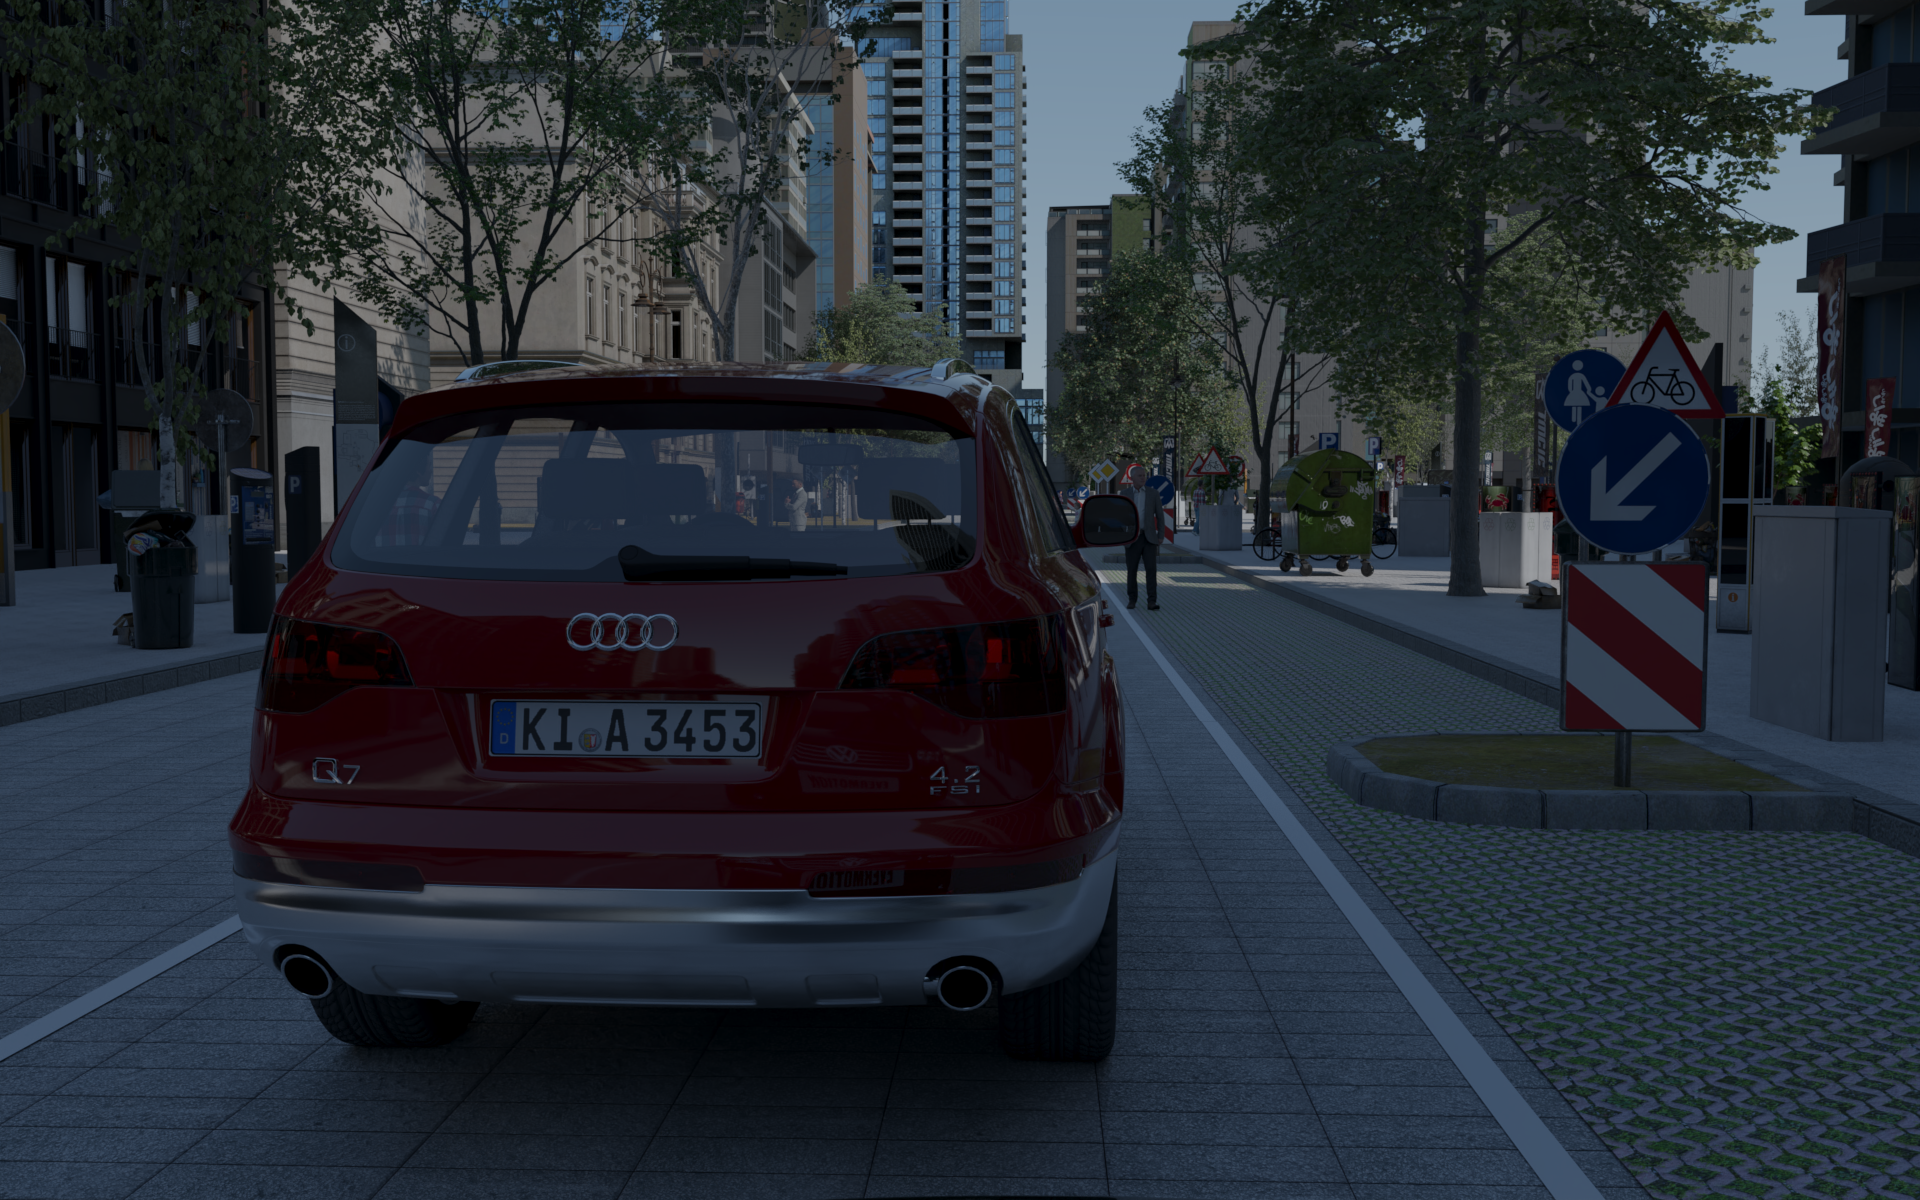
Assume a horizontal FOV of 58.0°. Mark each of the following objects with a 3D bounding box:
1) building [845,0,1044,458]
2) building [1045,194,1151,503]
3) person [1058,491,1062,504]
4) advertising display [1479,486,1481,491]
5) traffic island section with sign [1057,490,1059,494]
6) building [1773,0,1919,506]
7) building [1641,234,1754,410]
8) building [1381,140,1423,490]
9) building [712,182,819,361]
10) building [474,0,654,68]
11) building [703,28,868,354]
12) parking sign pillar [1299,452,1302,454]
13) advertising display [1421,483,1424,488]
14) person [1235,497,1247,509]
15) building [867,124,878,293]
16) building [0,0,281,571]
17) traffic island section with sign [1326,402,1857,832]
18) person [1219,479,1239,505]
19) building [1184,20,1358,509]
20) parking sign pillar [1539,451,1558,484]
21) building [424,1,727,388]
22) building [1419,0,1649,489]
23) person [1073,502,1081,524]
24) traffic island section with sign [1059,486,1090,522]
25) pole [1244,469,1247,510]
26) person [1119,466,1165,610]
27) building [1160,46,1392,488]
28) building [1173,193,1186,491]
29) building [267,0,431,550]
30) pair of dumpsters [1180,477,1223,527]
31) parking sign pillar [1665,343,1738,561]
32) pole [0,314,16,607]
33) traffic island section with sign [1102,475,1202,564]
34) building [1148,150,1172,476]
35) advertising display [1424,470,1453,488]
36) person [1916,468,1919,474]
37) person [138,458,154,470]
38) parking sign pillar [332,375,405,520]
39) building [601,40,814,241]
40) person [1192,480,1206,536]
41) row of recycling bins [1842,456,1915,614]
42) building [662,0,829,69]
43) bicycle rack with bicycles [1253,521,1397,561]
[{"bbox_3d":[-3.795,-56.852,242.201,31.000,86.520,22.319,0,4,2],"label":"building"},{"bbox_3d":[18.820,-33.920,238.179,14.086,41.232,14.154,0,4,2],"label":"building"},{"bbox_3d":[8.976,-8.912,155.132,0.541,1.710,0.530,-3,4,-38],"label":"person"},{"bbox_3d":[39.213,-7.708,131.243,0.974,1.923,0.123,3,5,41],"label":"advertising display"},{"bbox_3d":[7.374,-6.584,116.279,1.989,1.847,2.006,0,4,2],"label":"traffic island section with sign"},{"bbox_3d":[29.251,-23.024,31.075,22.147,44.769,28.867,0,4,2],"label":"building"},{"bbox_3d":[79.838,-25.965,196.223,14.107,30.474,14.160,0,4,2],"label":"building"},{"bbox_3d":[58.715,-37.706,240.194,21.600,48.544,21.300,0,4,2],"label":"building"},{"bbox_3d":[-18.962,-18.647,123.952,14.314,24.678,30.058,0,4,2],"label":"building"},{"bbox_3d":[-55.580,-56.999,244.604,31.000,86.520,22.319,0,4,2],"label":"building"},{"bbox_3d":[-16.665,-31.883,171.403,14.600,45.320,14.200,0,4,2],"label":"building"},{"bbox_3d":[17.181,-5.985,86.321,1.447,3.967,1.447,0,4,-7],"label":"parking sign pillar"},{"bbox_3d":[26.232,-5.666,97.854,0.123,1.923,0.974,2,4,29],"label":"advertising display"},{"bbox_3d":[16.308,-5.507,101.577,1.012,1.151,0.738,1,4,8],"label":"person"},{"bbox_3d":[-22.721,-33.153,196.675,28.867,44.769,22.147,0,4,2],"label":"building"},{"bbox_3d":[-21.634,-12.270,30.299,12.332,23.373,15.834,0,4,2],"label":"building"},{"bbox_3d":[2.838,0.021,8.282,1.989,1.847,2.006,0,4,2],"label":"traffic island section with sign"},{"bbox_3d":[8.406,-2.949,54.103,0.661,1.843,0.795,0,4,-5],"label":"person"},{"bbox_3d":[26.906,-28.749,153.640,14.154,41.232,14.086,0,4,2],"label":"building"},{"bbox_3d":[32.442,-6.510,94.914,1.447,3.967,1.447,3,5,44],"label":"parking sign pillar"},{"bbox_3d":[-20.722,-16.626,90.915,14.460,24.649,34.723,0,4,2],"label":"building"},{"bbox_3d":[62.369,-46.145,192.718,20.611,71.187,20.563,0,4,2],"label":"building"},{"bbox_3d":[3.345,-2.118,48.140,0.382,1.210,0.505,-2,4,-33],"label":"person"},{"bbox_3d":[6.233,-4.937,89.347,1.989,1.847,2.006,0,4,2],"label":"traffic island section with sign"},{"bbox_3d":[22.981,-8.910,139.514,0.158,3.312,0.155,0,3,0],"label":"pole"},{"bbox_3d":[2.231,-0.764,21.388,0.661,1.777,0.834,0,4,-7],"label":"person"},{"bbox_3d":[33.810,-34.856,189.502,23.786,49.044,30.456,0,4,2],"label":"building"},{"bbox_3d":[27.491,-24.243,168.073,14.160,30.474,14.107,0,4,2],"label":"building"},{"bbox_3d":[-23.833,-11.907,43.824,18.267,20.994,9.793,0,4,2],"label":"building"},{"bbox_3d":[9.780,-4.084,69.272,1.574,2.255,4.437,0,4,2],"label":"pair of dumpsters"},{"bbox_3d":[13.666,-2.634,31.544,1.447,3.967,1.447,0,4,3],"label":"parking sign pillar"},{"bbox_3d":[-10.913,-1.581,19.701,0.158,3.312,0.155,0,3,0],"label":"pole"},{"bbox_3d":[4.003,-1.694,36.331,1.989,1.847,2.006,0,4,2],"label":"traffic island section with sign"},{"bbox_3d":[36.785,-37.724,240.495,21.600,48.544,21.300,0,4,2],"label":"building"},{"bbox_3d":[12.817,-2.487,45.869,0.123,1.923,0.974,-3,5,-41],"label":"advertising display"},{"bbox_3d":[16.907,-1.453,30.156,0.532,1.782,0.716,1,4,14],"label":"person"},{"bbox_3d":[-11.781,-1.187,25.662,0.699,1.804,1.509,0,4,8],"label":"person"},{"bbox_3d":[-10.854,-2.651,31.816,1.447,3.967,1.447,1,4,18],"label":"parking sign pillar"},{"bbox_3d":[-26.507,-28.184,152.689,32.217,40.220,23.993,0,4,2],"label":"building"},{"bbox_3d":[7.290,-2.817,52.940,0.643,1.720,0.563,-1,4,-20],"label":"person"},{"bbox_3d":[11.244,-0.685,18.317,3.534,1.692,1.069,2,4,25],"label":"row of recycling bins"},{"bbox_3d":[-29.614,-49.214,242.896,20.611,71.187,20.563,0,4,2],"label":"building"},{"bbox_3d":[7.136,-1.271,34.160,2.925,0.926,2.852,0,4,4],"label":"bicycle rack with bicycles"}]
